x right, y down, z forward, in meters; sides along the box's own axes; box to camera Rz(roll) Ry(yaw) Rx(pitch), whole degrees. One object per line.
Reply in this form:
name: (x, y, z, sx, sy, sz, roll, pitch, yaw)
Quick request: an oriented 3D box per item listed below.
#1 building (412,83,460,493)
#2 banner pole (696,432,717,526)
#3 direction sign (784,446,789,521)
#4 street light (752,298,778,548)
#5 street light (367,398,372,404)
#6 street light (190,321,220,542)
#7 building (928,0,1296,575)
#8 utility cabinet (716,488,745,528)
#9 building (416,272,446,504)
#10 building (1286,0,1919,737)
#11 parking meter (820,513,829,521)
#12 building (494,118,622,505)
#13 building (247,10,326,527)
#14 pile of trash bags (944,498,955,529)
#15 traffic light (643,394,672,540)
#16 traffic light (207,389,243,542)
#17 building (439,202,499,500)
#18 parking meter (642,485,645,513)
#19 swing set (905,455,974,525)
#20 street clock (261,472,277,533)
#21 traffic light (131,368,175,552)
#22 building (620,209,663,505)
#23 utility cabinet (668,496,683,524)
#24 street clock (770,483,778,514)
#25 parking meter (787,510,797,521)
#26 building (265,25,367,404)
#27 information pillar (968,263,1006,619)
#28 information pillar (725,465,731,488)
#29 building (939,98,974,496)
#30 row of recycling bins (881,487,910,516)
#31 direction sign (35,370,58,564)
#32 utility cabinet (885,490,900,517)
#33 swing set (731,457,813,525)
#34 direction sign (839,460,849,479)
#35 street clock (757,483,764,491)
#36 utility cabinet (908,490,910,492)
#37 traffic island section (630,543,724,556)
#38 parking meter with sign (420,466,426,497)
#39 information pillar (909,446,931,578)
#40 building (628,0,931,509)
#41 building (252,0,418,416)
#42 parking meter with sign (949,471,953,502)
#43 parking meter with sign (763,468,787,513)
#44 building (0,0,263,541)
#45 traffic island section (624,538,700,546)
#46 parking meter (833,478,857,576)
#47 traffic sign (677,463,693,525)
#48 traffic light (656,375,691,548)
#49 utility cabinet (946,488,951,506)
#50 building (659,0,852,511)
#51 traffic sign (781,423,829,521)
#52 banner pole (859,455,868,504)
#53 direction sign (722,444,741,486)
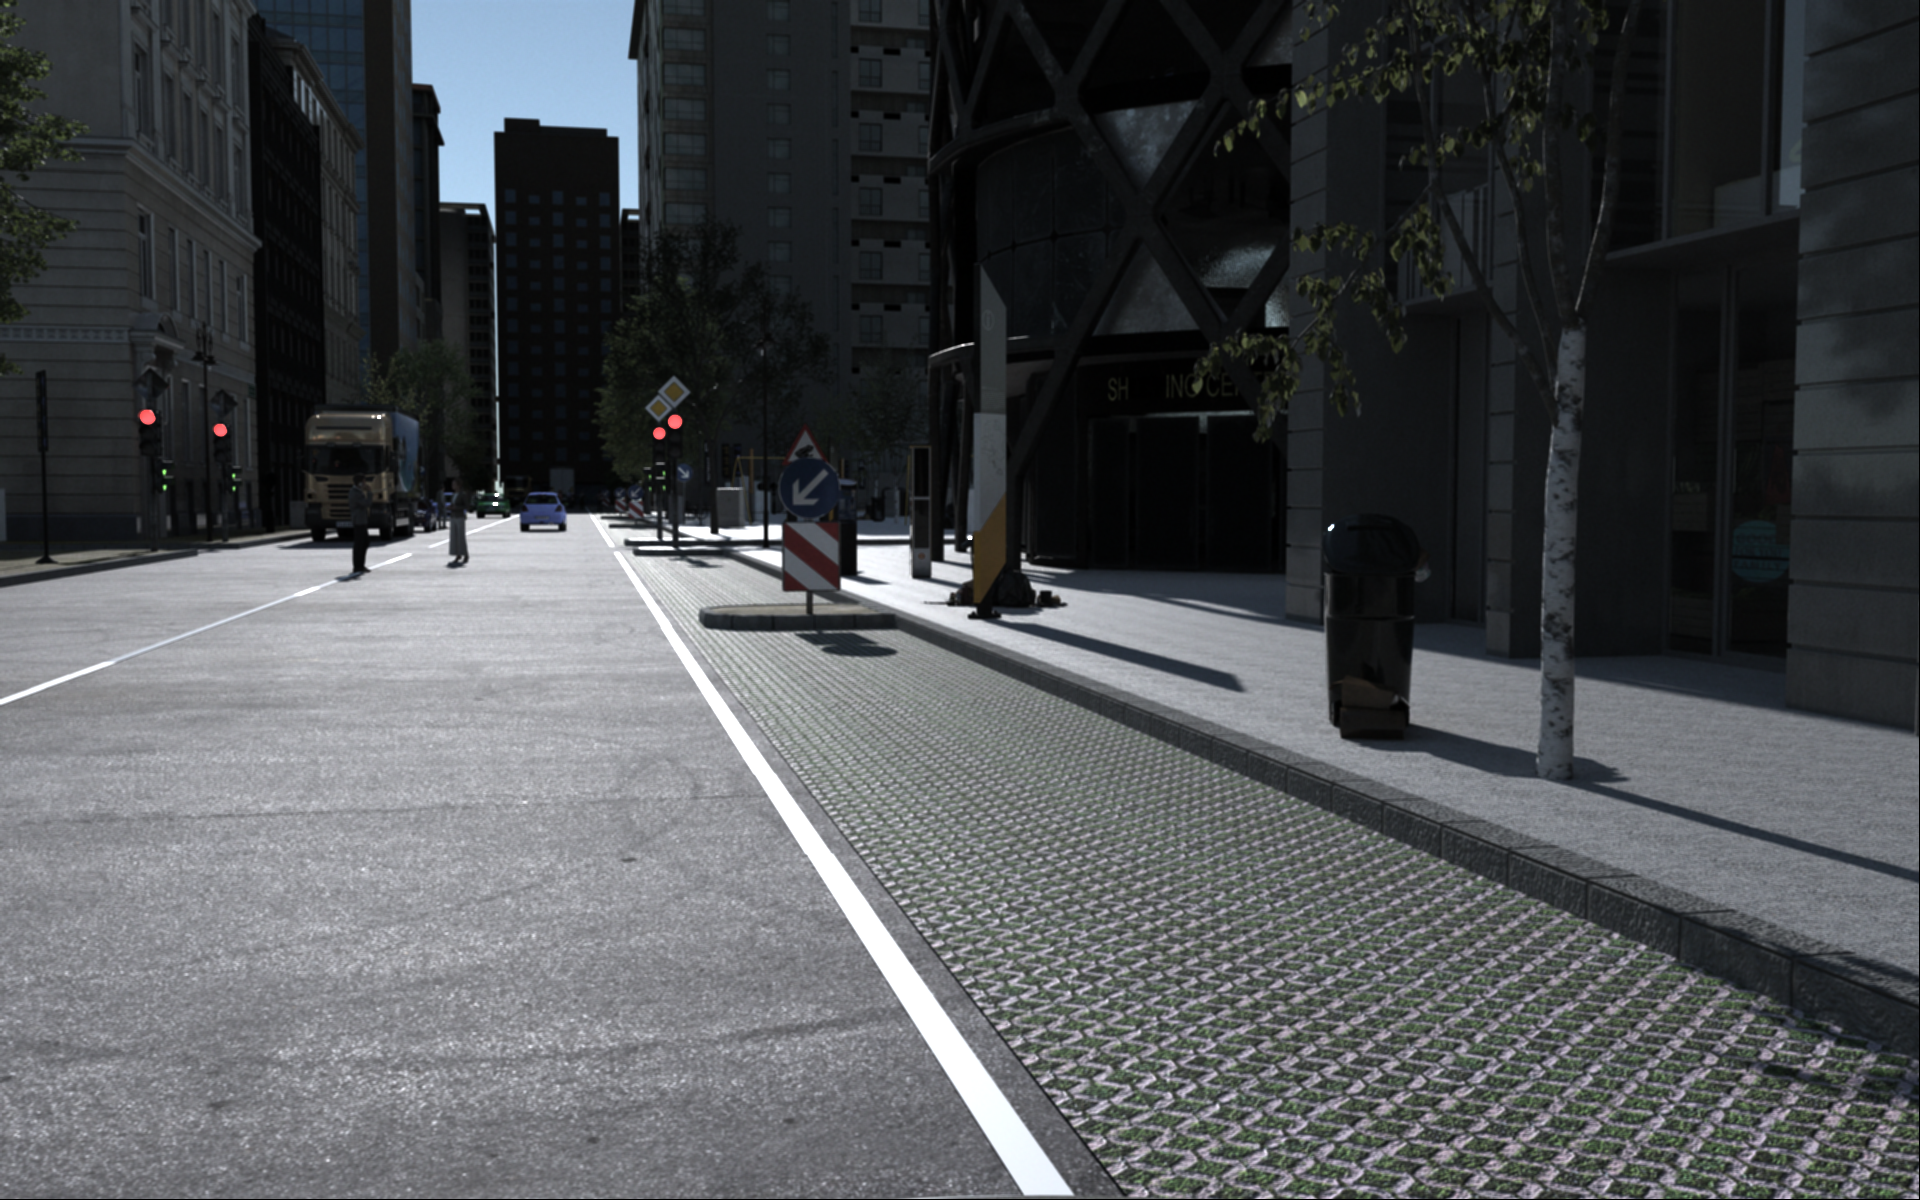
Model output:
building: (-66.449, -31.988, 177.632, 28.867, 44.769, 22.147, -1, 4, -12)
banner pole: (-10.286, -4.900, 70.136, 0.863, 3.779, 0.401, 0, 4, -3)
direction sign: (-8.112, -5.472, 81.458, 0.379, 3.537, 0.876, 0, 4, 5)
street light: (-4.624, -4.179, 41.122, 0.468, 5.910, 1.993, -1, 4, -12)
street light: (-28.421, -6.774, 83.551, 0.468, 5.910, 1.993, -1, 4, -12)
street light: (-20.209, -4.507, 46.473, 0.468, 5.910, 1.993, -1, 4, -12)
building: (7.561, -10.147, 33.360, 16.820, 18.784, 16.811, -1, 4, -12)
utility cabinet: (-8.643, -3.452, 65.113, 1.173, 1.500, 0.318, 3, 4, 36)
building: (-58.472, -18.317, 144.519, 27.650, 21.520, 28.899, -1, 4, -12)
building: (11.759, -13.831, 3.625, 11.434, 29.767, 29.804, -1, 4, -12)
parking meter: (-6.006, -4.371, 77.177, 0.399, 1.863, 0.255, -3, 5, -43)
building: (-48.663, -34.283, 210.632, 14.200, 45.320, 14.600, -1, 4, -12)
building: (-34.425, -14.876, 72.898, 12.332, 23.373, 15.834, -1, 4, -12)
pile of trash bags: (0.756, -3.341, 64.374, 3.447, 1.369, 1.912, -1, 4, -16)
traffic light: (-8.497, -3.663, 48.818, 0.839, 4.253, 0.868, -1, 4, -12)
traffic light: (-19.685, -3.512, 46.337, 0.839, 4.253, 0.868, -1, 4, -12)
building: (-70.218, -32.038, 215.710, 23.993, 40.220, 32.217, -1, 4, -12)
parking meter: (-20.860, -6.666, 114.696, 0.399, 1.863, 0.255, -3, 5, -44)
swing set: (-0.544, -4.425, 69.971, 3.119, 2.851, 2.862, 0, 4, -7)
street clock: (-22.896, -3.233, 57.434, 0.358, 2.002, 0.471, 2, 4, 25)
traffic light: (-17.961, -3.035, 38.540, 0.839, 4.253, 0.868, -1, 4, -12)
building: (-32.062, -32.555, 224.154, 23.993, 40.220, 32.217, -1, 4, -12)
utility cabinet: (-12.397, -3.935, 75.501, 0.306, 1.237, 1.020, -2, 4, -31)
street clock: (-11.771, -6.429, 109.679, 0.471, 2.002, 0.358, 0, 4, 7)
parking meter: (-6.165, -3.376, 63.608, 0.372, 1.533, 0.369, 0, 3, 0)
building: (-39.545, -18.062, 92.572, 12.463, 27.353, 25.104, -1, 4, -12)
information pillar: (0.302, -1.622, 17.870, 0.183, 3.616, 0.504, 3, 4, 36)
information pillar: (-16.315, -7.989, 121.970, 0.504, 3.616, 0.183, -2, 4, -24)
building: (-13.962, -34.743, 157.291, 28.713, 52.752, 27.495, -1, 4, -12)
row of recycling bins: (-2.940, -5.735, 100.879, 3.534, 1.692, 1.069, 1, 4, 18)
direction sign: (-16.934, -2.447, 32.006, 0.379, 3.537, 0.876, -3, 4, -37)
utility cabinet: (-3.728, -5.276, 94.948, 0.318, 1.500, 1.173, -2, 4, -31)
swing set: (-8.242, -4.650, 73.654, 3.119, 2.851, 2.862, -2, 4, -29)
direction sign: (-7.843, -7.644, 116.980, 0.876, 3.537, 0.379, 3, 4, 38)
street clock: (-13.054, -6.678, 113.759, 0.471, 2.002, 0.358, 1, 4, 16)
utility cabinet: (-2.927, -5.887, 104.936, 0.318, 1.500, 1.173, 2, 4, 28)
traffic island section: (-6.731, -1.154, 41.143, 2.009, 0.180, 2.903, -1, 4, -12)
parking meter with sign: (-33.610, -6.824, 107.838, 0.543, 3.016, 1.738, -1, 4, -13)
information pillar: (-0.604, -1.344, 26.460, 0.304, 2.012, 0.304, -1, 4, -8)
building: (-19.984, -36.381, 184.068, 28.713, 52.752, 27.495, -1, 4, -12)
building: (-46.947, -28.994, 124.158, 14.600, 45.320, 14.200, -1, 4, -12)
parking meter with sign: (-0.178, -6.119, 96.303, 0.543, 3.016, 1.738, 1, 4, 12)
parking meter with sign: (-12.252, -7.289, 115.431, 1.738, 3.016, 0.543, -1, 4, -13)
building: (-30.908, -16.467, 55.136, 13.634, 28.700, 20.117, -1, 4, -12)
traffic island section: (-8.455, -1.631, 48.941, 2.009, 0.180, 2.903, -1, 4, -12)
parking meter: (-1.811, -1.156, 27.305, 0.372, 1.533, 0.369, 0, 3, 0)
traffic sign: (-11.521, -4.412, 72.246, 0.768, 2.556, 0.104, -1, 4, -10)
traffic light: (-6.773, -3.187, 41.020, 0.839, 4.253, 0.868, -1, 4, -12)
utility cabinet: (-0.947, -3.602, 67.578, 1.173, 1.500, 0.318, 0, 4, 4)
building: (-16.286, -27.621, 135.199, 14.154, 41.232, 14.086, -1, 4, -12)
traffic sign: (-2.848, -1.953, 31.929, 0.884, 2.594, 0.081, -1, 4, -12)
banner pole: (-6.099, -7.370, 110.510, 0.863, 3.779, 0.401, 1, 4, 18)
direction sign: (-10.280, -5.258, 77.973, 0.876, 3.537, 0.379, 0, 4, -1)
